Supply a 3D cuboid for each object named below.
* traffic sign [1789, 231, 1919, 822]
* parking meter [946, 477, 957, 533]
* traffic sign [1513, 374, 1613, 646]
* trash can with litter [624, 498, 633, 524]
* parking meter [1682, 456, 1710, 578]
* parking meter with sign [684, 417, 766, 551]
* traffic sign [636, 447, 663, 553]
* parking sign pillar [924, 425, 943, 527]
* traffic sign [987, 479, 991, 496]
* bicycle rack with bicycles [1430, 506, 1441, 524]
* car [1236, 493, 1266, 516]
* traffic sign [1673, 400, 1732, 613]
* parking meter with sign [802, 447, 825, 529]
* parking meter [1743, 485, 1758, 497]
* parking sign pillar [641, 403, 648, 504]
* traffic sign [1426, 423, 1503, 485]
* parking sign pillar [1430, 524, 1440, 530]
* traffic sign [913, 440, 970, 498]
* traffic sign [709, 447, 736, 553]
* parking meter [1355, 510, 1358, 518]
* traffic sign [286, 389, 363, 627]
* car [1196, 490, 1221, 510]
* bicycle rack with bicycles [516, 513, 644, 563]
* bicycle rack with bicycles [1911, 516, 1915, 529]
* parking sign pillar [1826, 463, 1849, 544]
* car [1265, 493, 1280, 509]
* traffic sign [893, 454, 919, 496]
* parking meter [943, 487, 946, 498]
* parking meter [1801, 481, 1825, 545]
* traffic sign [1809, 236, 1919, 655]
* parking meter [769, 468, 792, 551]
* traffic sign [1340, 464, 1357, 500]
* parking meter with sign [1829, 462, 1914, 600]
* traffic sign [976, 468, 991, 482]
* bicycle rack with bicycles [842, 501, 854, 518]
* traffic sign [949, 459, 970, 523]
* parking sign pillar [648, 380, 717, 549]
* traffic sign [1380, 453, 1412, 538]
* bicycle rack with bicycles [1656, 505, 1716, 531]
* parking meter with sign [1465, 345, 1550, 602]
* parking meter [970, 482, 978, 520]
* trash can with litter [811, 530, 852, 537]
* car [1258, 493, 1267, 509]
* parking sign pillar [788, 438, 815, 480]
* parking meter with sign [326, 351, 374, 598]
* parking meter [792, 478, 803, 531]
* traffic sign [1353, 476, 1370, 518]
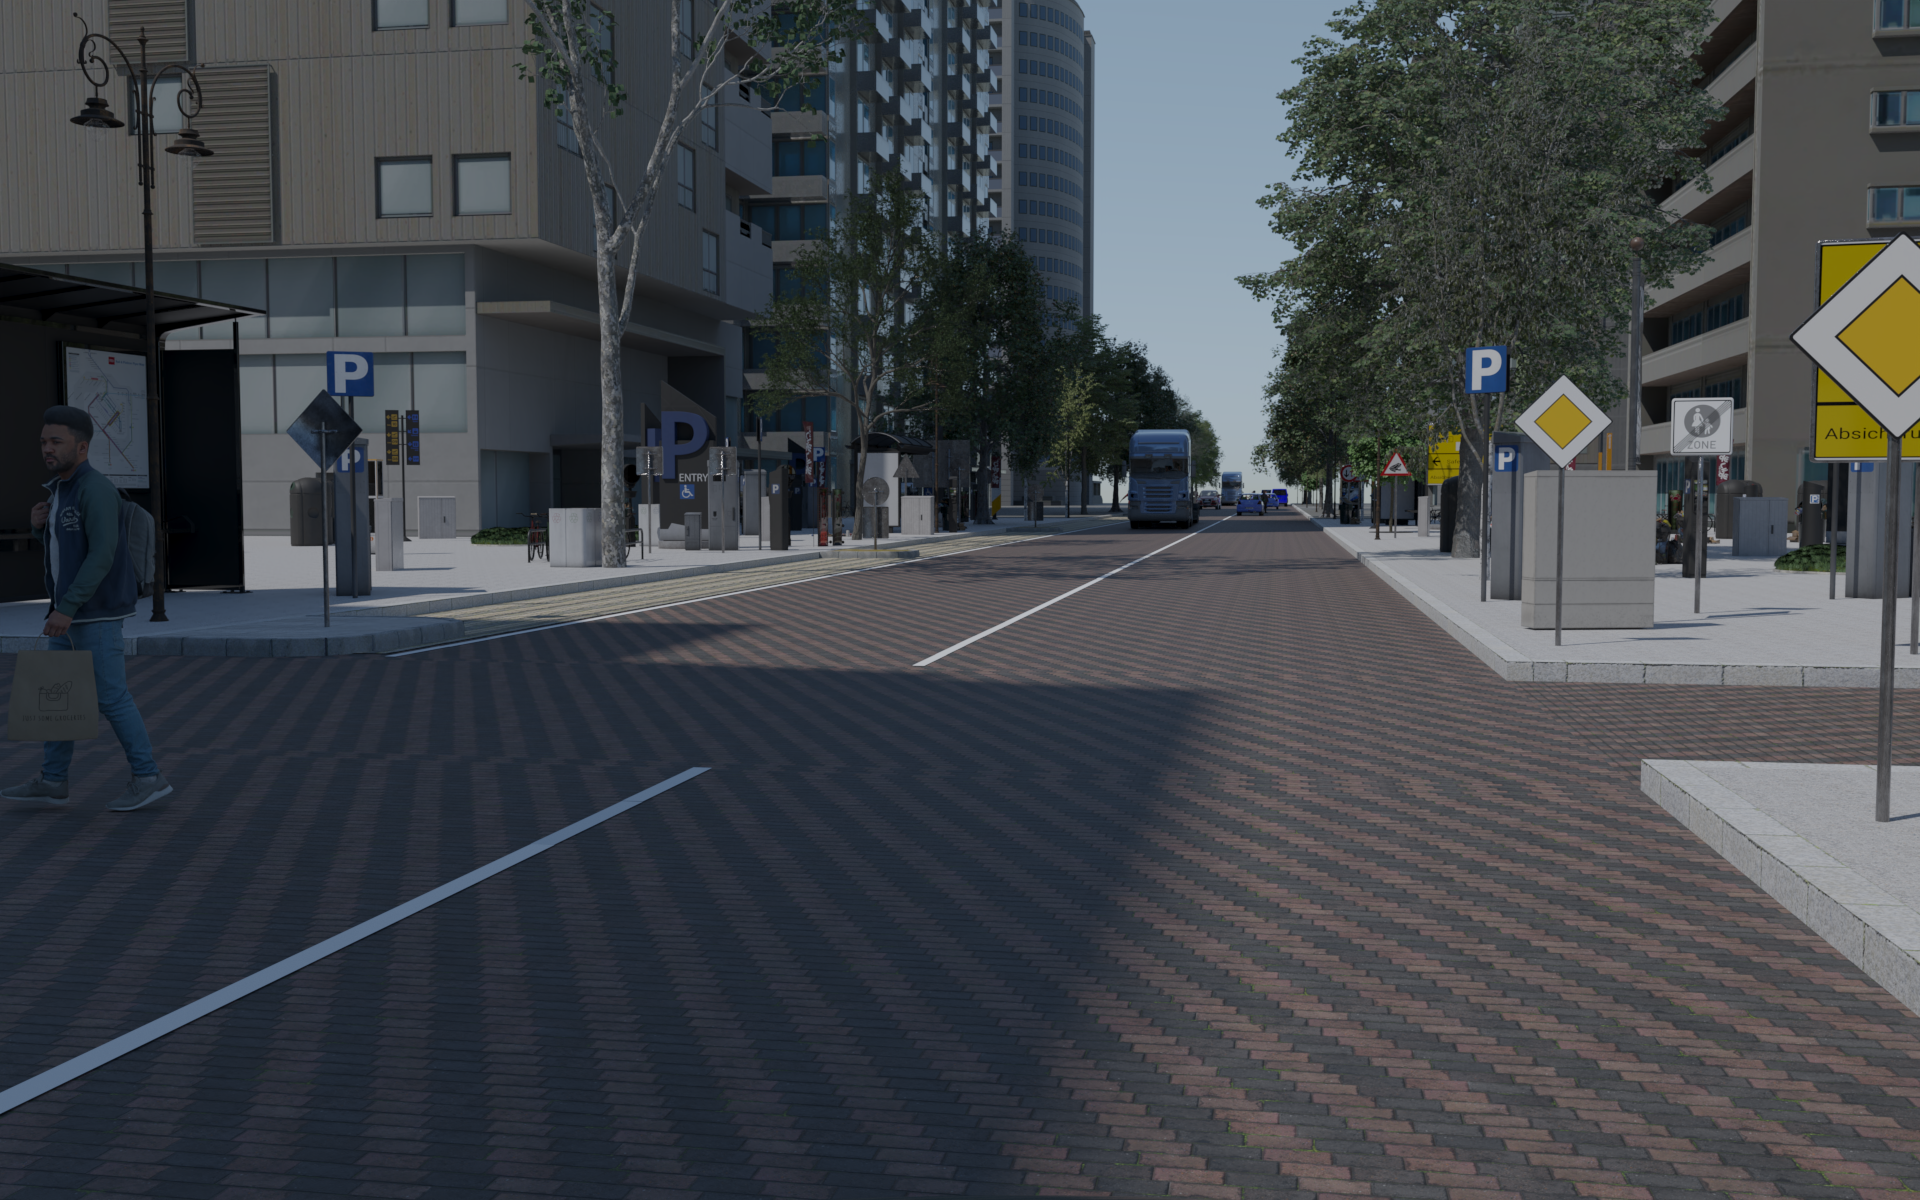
[{"bbox_3d":[3.613,-0.189,6.725,0.795,2.450,0.064,1,4,10],"label":"traffic sign"},{"bbox_3d":[-0.225,-3.161,57.395,0.255,1.863,0.399,0,4,3],"label":"parking meter"},{"bbox_3d":[5.054,-0.669,14.580,0.795,2.450,0.064,1,4,10],"label":"traffic sign"},{"bbox_3d":[-10.111,-2.393,50.519,1.055,1.170,0.624,-3,5,-44],"label":"trash can with litter"},{"bbox_3d":[11.250,-1.270,26.481,0.255,1.863,0.399,0,4,3],"label":"parking meter"},{"bbox_3d":[-5.376,-2.634,39.319,1.738,3.016,0.543,0,4,-2],"label":"parking meter with sign"},{"bbox_3d":[-6.699,-2.156,37.376,0.606,2.300,0.079,1,4,12],"label":"traffic sign"},{"bbox_3d":[-1.032,-4.809,67.100,1.447,3.967,1.447,1,4,16],"label":"parking sign pillar"},{"bbox_3d":[1.377,-5.368,87.865,0.768,2.556,0.104,1,4,13],"label":"traffic sign"},{"bbox_3d":[21.393,-3.740,74.530,2.925,0.926,2.852,1,4,23],"label":"bicycle rack with bicycles"},{"bbox_3d":[19.298,-6.450,115.050,1.945,1.707,3.694,1,4,12],"label":"car"},{"bbox_3d":[7.921,-1.004,18.547,0.606,2.300,0.079,1,4,17],"label":"traffic sign"},{"bbox_3d":[-5.605,-4.199,64.917,0.543,3.016,1.738,-2,4,-24],"label":"parking meter with sign"},{"bbox_3d":[21.863,-2.418,47.943,0.372,1.533,0.369,0,3,0],"label":"parking meter"},{"bbox_3d":[-8.989,-3.877,51.866,1.447,3.967,1.447,2,4,26],"label":"parking sign pillar"},{"bbox_3d":[14.608,-3.426,49.890,2.265,3.308,0.079,1,4,13],"label":"traffic sign"},{"bbox_3d":[17.693,-4.531,62.552,1.447,3.967,1.447,1,4,10],"label":"parking sign pillar"},{"bbox_3d":[-0.719,-4.373,65.376,2.265,3.308,0.079,1,4,18],"label":"traffic sign"},{"bbox_3d":[-5.143,-2.167,37.567,0.606,2.300,0.079,1,4,11],"label":"traffic sign"},{"bbox_3d":[19.873,-4.803,86.941,0.372,1.533,0.369,0,3,0],"label":"parking meter"},{"bbox_3d":[-6.101,-0.795,16.640,0.795,2.450,0.064,1,4,10],"label":"traffic sign"},{"bbox_3d":[23.129,-9.313,160.941,2.281,1.827,5.304,1,4,12],"label":"car"},{"bbox_3d":[-7.277,-1.200,32.999,2.852,0.926,2.925,0,4,2],"label":"bicycle rack with bicycles"},{"bbox_3d":[29.040,-2.379,52.271,2.852,0.926,2.925,-2,4,-24],"label":"bicycle rack with bicycles"},{"bbox_3d":[19.823,-3.032,38.041,1.447,3.967,1.447,-3,5,-43],"label":"parking sign pillar"},{"bbox_3d":[29.028,-9.346,162.403,1.945,1.707,3.694,1,4,10],"label":"car"},{"bbox_3d":[-1.747,-3.415,55.838,0.884,2.594,0.081,1,4,13],"label":"traffic sign"},{"bbox_3d":[-0.816,-4.696,82.487,0.399,1.863,0.255,2,4,34],"label":"parking meter"},{"bbox_3d":[16.106,-1.486,32.706,0.372,1.533,0.369,0,3,0],"label":"parking meter"},{"bbox_3d":[7.939,-1.210,13.651,2.265,3.308,0.079,1,4,18],"label":"traffic sign"},{"bbox_3d":[-4.114,-2.053,39.275,0.399,1.863,0.255,2,4,31],"label":"parking meter"},{"bbox_3d":[16.692,-4.541,74.344,0.768,2.556,0.104,1,4,13],"label":"traffic sign"},{"bbox_3d":[11.363,-1.532,21.317,1.738,3.016,0.543,-2,4,-24],"label":"parking meter with sign"},{"bbox_3d":[1.091,-4.911,80.407,0.768,2.556,0.104,1,4,16],"label":"traffic sign"},{"bbox_3d":[-5.168,-4.752,91.070,2.925,0.926,2.852,-3,5,-42],"label":"bicycle rack with bicycles"},{"bbox_3d":[-0.028,-3.795,62.149,0.768,2.556,0.104,1,4,11],"label":"traffic sign"},{"bbox_3d":[-6.415,-3.206,40.897,1.447,3.967,1.447,0,4,3],"label":"parking sign pillar"},{"bbox_3d":[12.625,-3.068,50.166,0.884,2.594,0.081,1,4,20],"label":"traffic sign"},{"bbox_3d":[24.410,-2.788,58.959,2.852,0.926,2.925,-2,4,-28],"label":"bicycle rack with bicycles"},{"bbox_3d":[6.860,-1.518,21.084,1.738,3.016,0.543,-3,5,-41],"label":"parking meter with sign"},{"bbox_3d":[0.682,-4.876,85.441,0.255,1.863,0.399,-2,4,-27],"label":"parking meter"},{"bbox_3d":[-3.706,-2.549,52.733,1.678,1.210,2.233,-1,4,-9],"label":"trash can with litter"},{"bbox_3d":[29.925,-10.015,173.342,1.945,1.707,3.694,1,4,10],"label":"car"},{"bbox_3d":[-7.513,-5.730,82.159,1.447,3.967,1.447,0,4,-5],"label":"parking sign pillar"},{"bbox_3d":[-7.720,-1.576,22.030,0.543,3.016,1.738,-1,4,-19],"label":"parking meter with sign"},{"bbox_3d":[-5.715,-3.349,60.465,0.399,1.863,0.255,-2,4,-28],"label":"parking meter"},{"bbox_3d":[17.282,-4.588,75.016,0.884,2.594,0.081,1,4,17],"label":"traffic sign"}]
